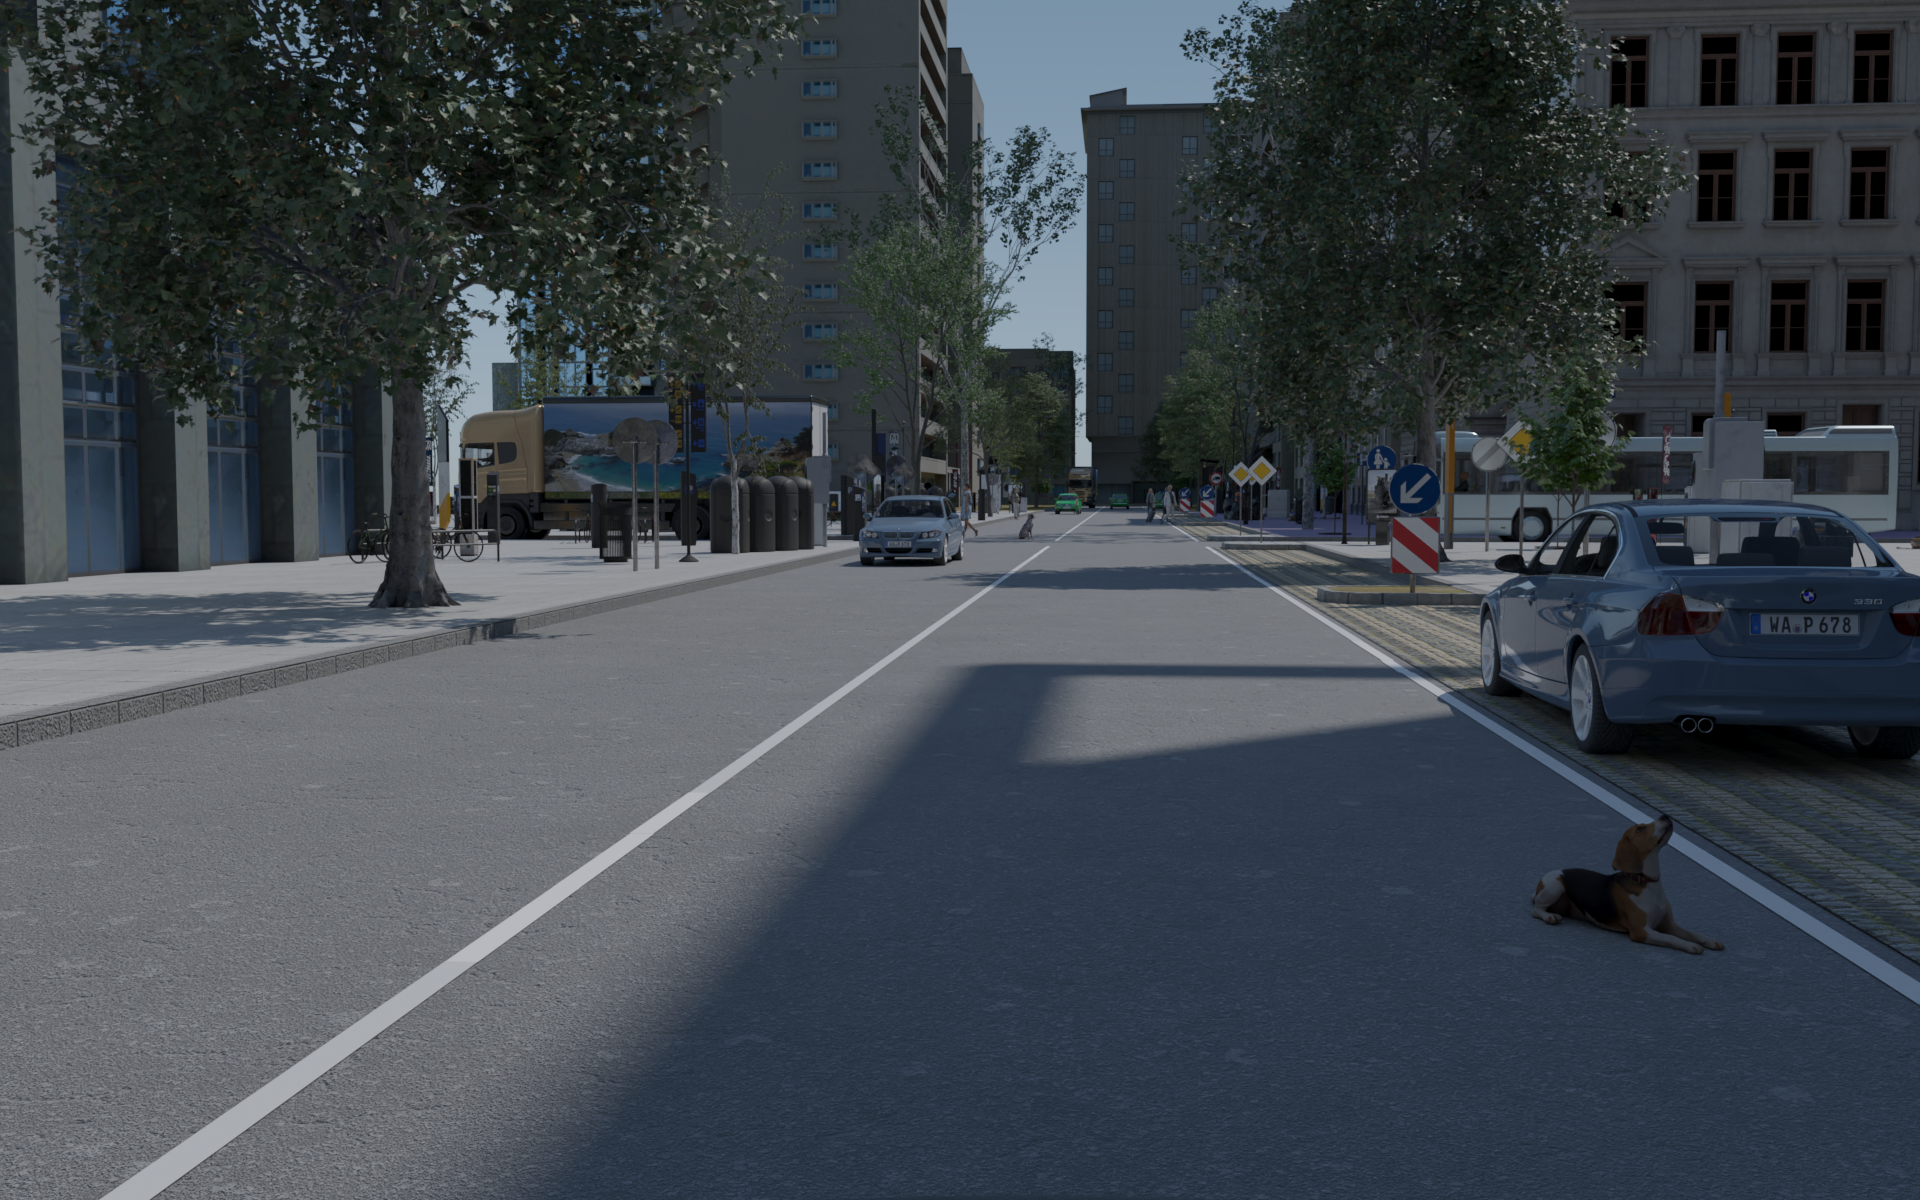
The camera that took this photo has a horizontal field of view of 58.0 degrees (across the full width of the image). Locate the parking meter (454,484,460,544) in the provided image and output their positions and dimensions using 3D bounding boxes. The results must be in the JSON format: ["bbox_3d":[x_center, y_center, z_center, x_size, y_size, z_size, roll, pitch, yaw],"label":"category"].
[{"bbox_3d":[-12.855,-2.218,44.669,0.372,1.533,0.369,0,3,0],"label":"parking meter"}]

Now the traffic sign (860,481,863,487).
[{"bbox_3d":[-3.411,-3.658,59.907,0.768,2.556,0.104,1,4,14],"label":"traffic sign"}]

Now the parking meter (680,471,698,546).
[{"bbox_3d":[-6.728,-2.283,43.033,0.399,1.863,0.255,-1,4,-16],"label":"parking meter"}]

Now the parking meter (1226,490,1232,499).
[{"bbox_3d":[16.179,-5.862,104.261,0.372,1.533,0.369,0,3,0],"label":"parking meter"}]

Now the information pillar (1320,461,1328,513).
[{"bbox_3d":[24.327,-7.606,115.708,0.504,3.616,0.183,2,4,35],"label":"information pillar"}]

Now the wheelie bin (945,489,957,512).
[{"bbox_3d":[-0.633,-6.724,117.853,0.693,1.594,0.980,-3,5,-39],"label":"wheelie bin"}]

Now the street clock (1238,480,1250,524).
[{"bbox_3d":[12.067,-4.190,73.070,0.358,2.002,0.471,1,4,17],"label":"street clock"}]

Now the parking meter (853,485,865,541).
[{"bbox_3d":[-2.723,-2.365,47.076,0.372,1.533,0.369,0,3,0],"label":"parking meter"}]

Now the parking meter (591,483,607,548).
[{"bbox_3d":[-8.567,-2.000,41.113,0.372,1.533,0.369,0,3,0],"label":"parking meter"}]

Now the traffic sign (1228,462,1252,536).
[{"bbox_3d":[8.629,-3.034,53.244,0.795,2.450,0.064,0,4,5],"label":"traffic sign"}]

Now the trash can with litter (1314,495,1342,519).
[{"bbox_3d":[18.647,-4.758,88.855,2.233,1.210,1.678,1,4,19],"label":"trash can with litter"}]

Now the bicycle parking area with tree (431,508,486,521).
[{"bbox_3d":[-23.261,-6.529,93.747,8.231,4.147,9.016,0,4,-3],"label":"bicycle parking area with tree"}]

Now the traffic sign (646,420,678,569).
[{"bbox_3d":[-5.198,-1.806,29.636,0.768,2.556,0.104,1,4,10],"label":"traffic sign"}]

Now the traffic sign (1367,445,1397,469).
[{"bbox_3d":[11.012,-2.764,45.293,0.768,2.556,0.104,1,4,8],"label":"traffic sign"}]

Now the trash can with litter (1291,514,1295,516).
[{"bbox_3d":[19.271,-5.348,98.499,1.678,1.210,2.233,-1,4,-18],"label":"trash can with litter"}]

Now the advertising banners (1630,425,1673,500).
[{"bbox_3d":[17.378,-2.893,43.482,2.074,3.025,0.090,-3,5,-42],"label":"advertising banners"}]

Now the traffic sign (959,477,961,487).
[{"bbox_3d":[0.244,-6.333,105.672,0.606,2.300,0.079,0,4,6],"label":"traffic sign"}]

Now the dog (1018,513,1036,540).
[{"bbox_3d":[1.983,-2.320,54.769,0.800,0.831,0.513,0,4,4],"label":"dog"}]

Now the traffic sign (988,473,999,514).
[{"bbox_3d":[1.942,-6.338,103.738,0.768,2.556,0.104,1,4,13],"label":"traffic sign"}]

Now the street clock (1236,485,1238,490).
[{"bbox_3d":[16.880,-6.112,104.497,0.358,2.002,0.471,3,4,37],"label":"street clock"}]

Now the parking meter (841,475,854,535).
[{"bbox_3d":[-3.489,-2.940,53.774,0.255,1.863,0.399,3,5,44],"label":"parking meter"}]

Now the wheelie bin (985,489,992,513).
[{"bbox_3d":[1.701,-6.548,114.965,0.980,1.594,0.693,2,4,35],"label":"wheelie bin"}]

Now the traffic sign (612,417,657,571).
[{"bbox_3d":[-5.391,-1.748,28.694,0.768,2.556,0.104,0,4,6],"label":"traffic sign"}]

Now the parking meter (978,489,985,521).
[{"bbox_3d":[1.044,-4.604,83.692,0.372,1.533,0.369,0,3,0],"label":"parking meter"}]

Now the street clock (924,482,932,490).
[{"bbox_3d":[-1.948,-6.115,104.553,0.471,2.002,0.358,-1,4,-9],"label":"street clock"}]

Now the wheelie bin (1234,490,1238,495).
[{"bbox_3d":[20.115,-7.161,124.985,0.693,1.594,0.980,-2,4,-27],"label":"wheelie bin"}]

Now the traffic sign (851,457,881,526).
[{"bbox_3d":[-2.513,-2.608,46.286,0.795,2.450,0.064,0,4,5],"label":"traffic sign"}]

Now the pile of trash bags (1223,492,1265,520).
[{"bbox_3d":[14.221,-4.745,87.329,1.912,1.369,3.447,0,4,2],"label":"pile of trash bags"}]

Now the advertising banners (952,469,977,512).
[{"bbox_3d":[0.301,-7.643,121.148,2.074,3.025,0.090,-2,4,-32],"label":"advertising banners"}]

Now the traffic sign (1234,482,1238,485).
[{"bbox_3d":[16.179,-6.082,99.452,0.884,2.594,0.081,1,4,12],"label":"traffic sign"}]

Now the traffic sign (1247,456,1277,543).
[{"bbox_3d":[7.884,-2.547,45.294,0.795,2.450,0.064,0,4,5],"label":"traffic sign"}]

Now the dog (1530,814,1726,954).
[{"bbox_3d":[2.195,0.882,5.767,0.550,0.427,0.748,1,4,12],"label":"dog"}]

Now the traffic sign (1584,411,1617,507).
[{"bbox_3d":[9.093,-1.530,25.118,0.768,2.556,0.104,1,4,10],"label":"traffic sign"}]

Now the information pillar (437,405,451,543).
[{"bbox_3d":[-13.496,-3.298,45.272,0.183,3.616,0.504,-3,5,-43],"label":"information pillar"}]

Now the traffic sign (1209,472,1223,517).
[{"bbox_3d":[14.596,-6.030,98.690,0.768,2.556,0.104,0,4,7],"label":"traffic sign"}]

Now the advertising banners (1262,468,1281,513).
[{"bbox_3d":[20.756,-7.295,115.458,0.090,3.025,2.074,-2,4,-27],"label":"advertising banners"}]

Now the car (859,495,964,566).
[{"bbox_3d":[-0.950,-1.484,36.269,2.014,1.417,4.499,0,4,7],"label":"car"}]

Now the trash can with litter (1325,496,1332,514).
[{"bbox_3d":[23.248,-5.978,109.129,0.624,1.170,1.055,1,4,17],"label":"trash can with litter"}]

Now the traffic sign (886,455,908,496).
[{"bbox_3d":[-2.086,-3.462,56.712,0.768,2.556,0.104,1,4,13],"label":"traffic sign"}]

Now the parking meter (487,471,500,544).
[{"bbox_3d":[-11.858,-2.344,44.028,0.255,1.863,0.399,0,4,-4],"label":"parking meter"}]

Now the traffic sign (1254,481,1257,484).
[{"bbox_3d":[13.214,-4.729,78.498,0.795,2.450,0.064,1,4,12],"label":"traffic sign"}]

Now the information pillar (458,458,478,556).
[{"bbox_3d":[-10.155,-1.913,35.775,0.304,2.012,0.304,0,4,0],"label":"information pillar"}]

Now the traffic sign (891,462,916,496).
[{"bbox_3d":[-1.767,-3.094,54.236,0.795,2.450,0.064,0,4,5],"label":"traffic sign"}]

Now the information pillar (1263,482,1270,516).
[{"bbox_3d":[18.264,-6.041,103.259,0.304,2.012,0.304,-1,4,-10],"label":"information pillar"}]

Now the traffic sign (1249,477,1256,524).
[{"bbox_3d":[12.639,-4.518,75.056,0.795,2.450,0.064,1,4,14],"label":"traffic sign"}]

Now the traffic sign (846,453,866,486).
[{"bbox_3d":[-3.201,-3.316,54.318,0.768,2.556,0.104,1,4,13],"label":"traffic sign"}]

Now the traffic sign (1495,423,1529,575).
[{"bbox_3d":[8.273,-1.487,25.504,0.795,2.450,0.064,0,4,6],"label":"traffic sign"}]

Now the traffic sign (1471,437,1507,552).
[{"bbox_3d":[11.768,-2.355,38.603,0.768,2.556,0.104,1,4,10],"label":"traffic sign"}]

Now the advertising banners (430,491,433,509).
[{"bbox_3d":[-30.824,-6.392,100.691,2.074,3.025,0.090,-1,4,-17],"label":"advertising banners"}]

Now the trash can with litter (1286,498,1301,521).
[{"bbox_3d":[16.000,-4.314,81.927,1.055,1.170,0.624,-2,4,-28],"label":"trash can with litter"}]

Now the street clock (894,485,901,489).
[{"bbox_3d":[-3.683,-5.961,102.032,0.358,2.002,0.471,2,4,32],"label":"street clock"}]

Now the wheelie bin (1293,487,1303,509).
[{"bbox_3d":[16.395,-4.594,83.026,0.693,1.594,0.980,-1,4,-18],"label":"wheelie bin"}]
